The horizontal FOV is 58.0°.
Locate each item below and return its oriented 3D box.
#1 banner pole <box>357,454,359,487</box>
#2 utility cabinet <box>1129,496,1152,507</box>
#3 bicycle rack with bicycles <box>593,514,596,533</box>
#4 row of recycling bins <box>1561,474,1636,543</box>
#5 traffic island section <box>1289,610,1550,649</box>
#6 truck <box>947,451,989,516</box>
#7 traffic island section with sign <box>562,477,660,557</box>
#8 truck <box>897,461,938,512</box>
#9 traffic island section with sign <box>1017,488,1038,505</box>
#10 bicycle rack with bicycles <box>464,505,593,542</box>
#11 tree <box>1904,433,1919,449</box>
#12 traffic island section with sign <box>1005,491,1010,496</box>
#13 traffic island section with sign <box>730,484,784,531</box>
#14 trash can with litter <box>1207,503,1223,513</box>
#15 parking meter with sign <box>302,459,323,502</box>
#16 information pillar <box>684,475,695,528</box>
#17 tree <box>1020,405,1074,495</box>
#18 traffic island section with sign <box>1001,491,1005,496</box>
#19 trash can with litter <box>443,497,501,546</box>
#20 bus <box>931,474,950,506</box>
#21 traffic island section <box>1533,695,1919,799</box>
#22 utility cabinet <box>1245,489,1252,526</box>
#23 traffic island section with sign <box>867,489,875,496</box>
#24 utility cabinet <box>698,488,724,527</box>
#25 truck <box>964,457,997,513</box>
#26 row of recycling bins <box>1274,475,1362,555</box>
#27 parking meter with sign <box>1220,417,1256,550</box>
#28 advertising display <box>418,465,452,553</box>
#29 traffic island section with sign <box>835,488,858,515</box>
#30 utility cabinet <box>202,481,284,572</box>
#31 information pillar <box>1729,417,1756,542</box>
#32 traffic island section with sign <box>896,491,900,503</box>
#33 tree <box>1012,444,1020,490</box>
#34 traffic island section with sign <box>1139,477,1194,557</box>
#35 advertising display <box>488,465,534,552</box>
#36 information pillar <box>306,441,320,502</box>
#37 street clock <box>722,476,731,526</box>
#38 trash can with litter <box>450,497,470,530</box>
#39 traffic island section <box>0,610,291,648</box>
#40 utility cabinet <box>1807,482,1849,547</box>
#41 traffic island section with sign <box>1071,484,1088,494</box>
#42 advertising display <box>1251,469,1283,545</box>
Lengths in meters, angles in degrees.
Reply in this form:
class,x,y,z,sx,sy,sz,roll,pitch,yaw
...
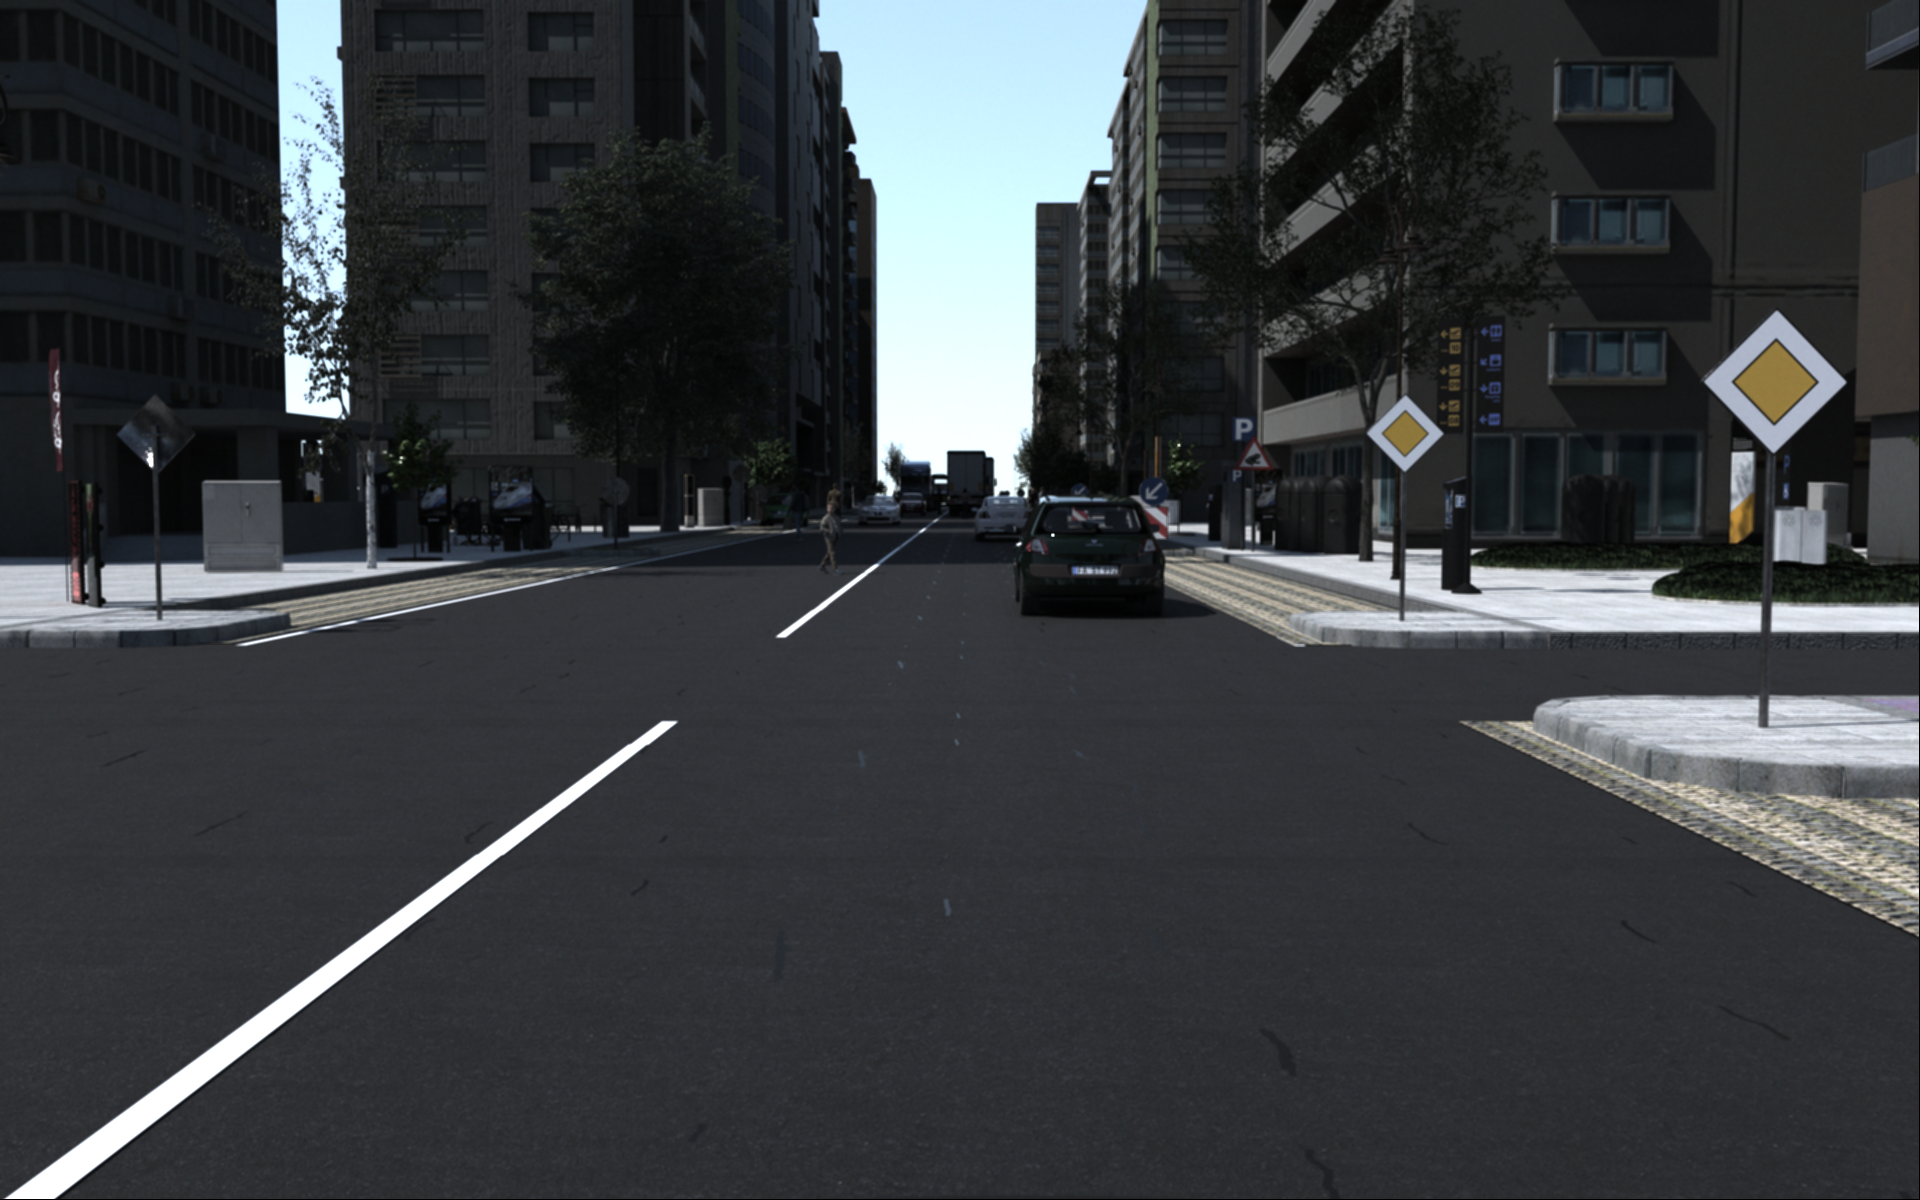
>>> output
class,x,y,z,sx,sy,sz,roll,pitch,yaw
banner pole,-26.371,-5.253,75.905,0.401,3.779,0.863,-3,5,-42
utility cabinet,6.713,-3.230,63.975,1.020,1.237,0.306,3,5,43
bicycle rack with bicycles,-13.306,-2.695,57.441,2.852,0.926,2.925,-2,4,-27
row of recycling bins,13.585,-1.809,36.695,1.069,1.692,3.534,2,4,34
traffic island section,4.486,0.291,17.517,2.009,0.180,2.903,0,4,0
truck,0.510,-7.852,117.296,2.839,4.237,11.283,0,4,1
traffic island section with sign,-8.017,-1.924,40.088,1.989,1.847,2.006,0,4,0
truck,-3.368,-9.623,147.092,2.967,4.110,18.799,0,4,2
traffic island section with sign,4.786,-6.630,117.025,1.989,1.847,2.006,0,4,0
bicycle rack with bicycles,-12.031,-2.055,46.977,2.925,0.926,2.852,-3,5,-40
tree,14.841,-1.865,25.087,1.663,3.219,1.824,0,3,0
traffic island section with sign,4.953,-8.312,144.528,1.989,1.847,2.006,0,4,0
traffic island section with sign,-7.851,-3.598,67.461,1.989,1.847,2.006,0,4,0
trash can with litter,9.571,-3.173,63.271,1.055,1.170,0.624,0,4,-1
parking meter with sign,-31.407,-5.440,85.197,1.738,3.016,0.543,-1,4,-20
information pillar,-10.325,-3.767,66.083,0.304,2.012,0.304,-2,4,-26
tree,7.282,-11.571,139.544,4.737,8.622,4.395,0,3,0
traffic island section with sign,5.488,-13.358,227.031,1.989,1.847,2.006,0,4,0
trash can with litter,-11.959,-1.955,43.027,1.678,1.210,2.233,-3,5,-45
bus,-2.363,-13.449,211.435,2.896,3.916,12.252,0,4,2
traffic island section,4.436,0.780,9.532,2.009,0.180,2.903,0,4,0
utility cabinet,11.284,-3.689,68.986,0.318,1.500,1.173,3,4,37
traffic island section with sign,-7.356,-8.317,144.615,1.989,1.847,2.006,0,4,0
utility cabinet,-9.732,-3.610,67.695,0.318,1.500,1.173,2,4,34
truck,1.440,-9.031,136.565,2.839,4.237,11.283,0,4,2
row of recycling bins,7.903,-1.909,38.332,1.069,1.692,3.534,-1,4,-12
parking meter with sign,6.383,-2.686,40.182,0.543,3.016,1.738,0,4,-3
advertising display,-11.546,-2.010,38.074,0.974,1.923,0.123,2,4,33
traffic island section with sign,-7.530,-6.640,117.199,1.989,1.847,2.006,0,4,0
utility cabinet,-11.749,-1.205,28.385,1.173,1.500,0.318,-1,4,-14
information pillar,15.362,-2.608,33.990,0.183,3.616,0.504,-2,4,-32
traffic island section with sign,-7.007,-11.717,200.204,1.989,1.847,2.006,0,4,0
tree,7.500,-14.144,181.623,4.737,8.622,4.395,0,3,0
traffic island section with sign,4.305,-1.927,40.135,1.989,1.847,2.006,0,4,0
advertising display,-10.023,-2.048,38.705,0.974,1.923,0.123,-2,4,-26
information pillar,-24.319,-4.509,65.081,0.504,3.616,0.183,-1,4,-11
street clock,-9.459,-4.022,70.334,0.358,2.002,0.471,1,4,11
trash can with litter,-18.046,-3.097,62.025,1.055,1.170,0.624,1,4,19
traffic island section,-8.155,0.286,17.601,2.009,0.180,2.903,0,4,0
utility cabinet,16.455,-1.477,32.836,1.173,1.500,0.318,-3,5,-42
traffic island section with sign,4.479,-3.576,67.090,1.989,1.847,2.006,0,4,0
advertising display,7.726,-2.348,43.600,0.974,1.923,0.123,-2,4,-34
